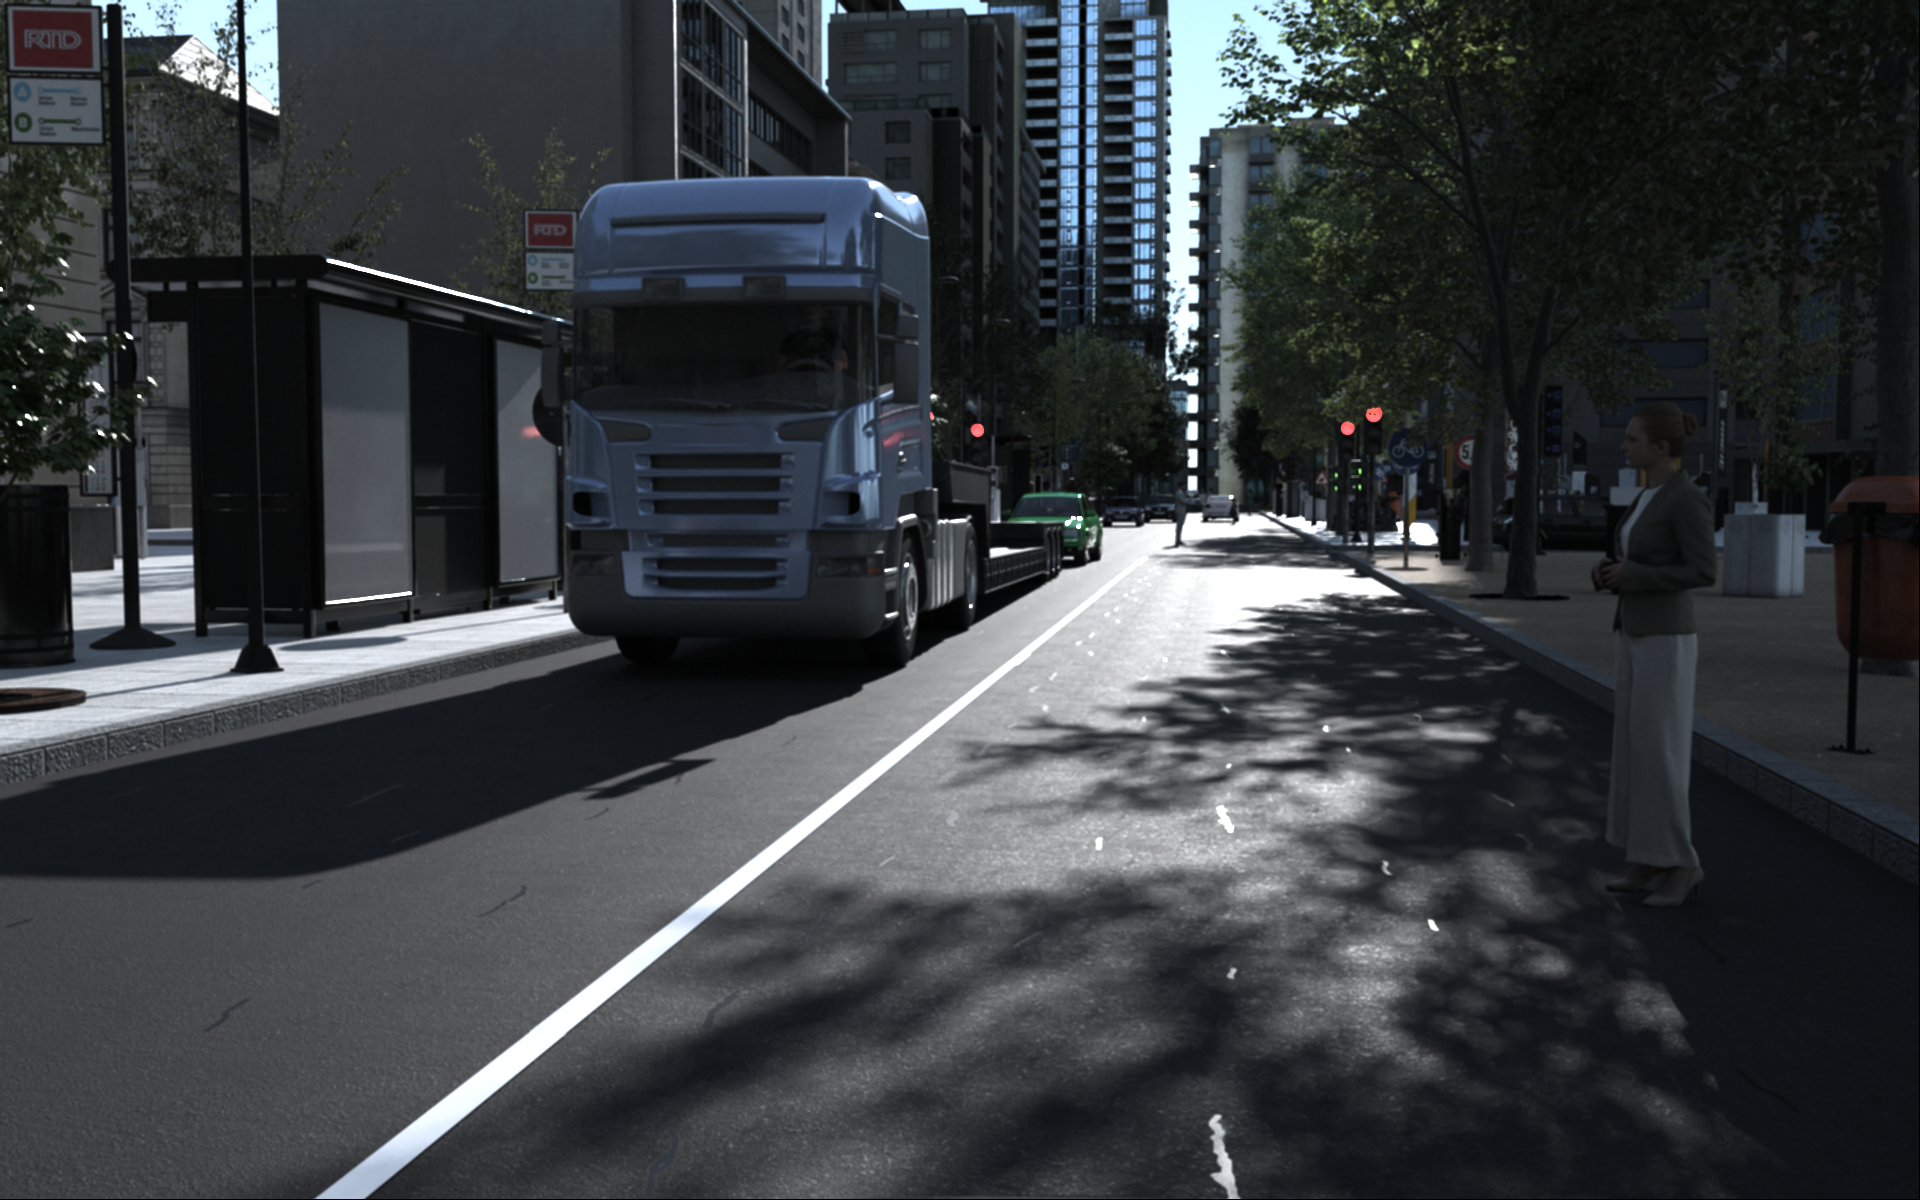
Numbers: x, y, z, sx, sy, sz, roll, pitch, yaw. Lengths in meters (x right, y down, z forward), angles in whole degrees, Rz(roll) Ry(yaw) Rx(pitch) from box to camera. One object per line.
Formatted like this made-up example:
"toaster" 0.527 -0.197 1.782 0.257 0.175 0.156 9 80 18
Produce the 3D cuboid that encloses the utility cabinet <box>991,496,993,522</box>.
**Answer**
"utility cabinet" 0.447 -2.504 52.101 1.020 1.237 0.306 1 4 19

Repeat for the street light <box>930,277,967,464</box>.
"street light" -0.725 -3.960 37.279 1.470 5.913 1.316 1 4 9

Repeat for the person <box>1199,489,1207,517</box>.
"person" 15.431 -6.104 108.965 0.731 1.740 0.598 -1 4 -14

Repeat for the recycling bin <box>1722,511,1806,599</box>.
"recycling bin" 10.074 -0.560 21.708 0.722 1.027 0.722 -3 4 -39

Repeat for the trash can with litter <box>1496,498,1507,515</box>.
"trash can with litter" 21.368 -3.455 67.881 0.624 1.170 1.055 -1 4 -20

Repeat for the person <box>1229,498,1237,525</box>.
"person" 12.833 -4.171 81.362 0.373 1.253 0.362 0 4 7

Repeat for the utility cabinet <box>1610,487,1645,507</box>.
"utility cabinet" 20.415 -2.694 52.733 1.173 1.500 0.318 1 4 15

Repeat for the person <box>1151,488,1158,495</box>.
"person" 11.173 -5.561 99.604 0.511 1.800 0.466 1 4 15

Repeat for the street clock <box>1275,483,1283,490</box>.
"street clock" 20.572 -6.555 111.749 0.471 2.002 0.358 -2 4 -23

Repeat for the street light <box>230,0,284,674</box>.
"street light" -4.555 -2.430 12.271 1.470 5.913 1.316 1 4 9

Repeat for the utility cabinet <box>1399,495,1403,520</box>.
"utility cabinet" 21.675 -4.522 85.093 1.020 1.237 0.306 0 4 3

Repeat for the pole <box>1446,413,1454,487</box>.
"pole" 12.391 -3.060 43.875 0.158 3.312 0.155 0 3 0

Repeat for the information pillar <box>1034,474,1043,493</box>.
"information pillar" 2.885 -3.637 63.955 0.304 2.012 0.304 0 4 6

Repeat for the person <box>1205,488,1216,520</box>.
"person" 13.905 -5.356 96.344 0.850 1.792 0.678 2 4 28

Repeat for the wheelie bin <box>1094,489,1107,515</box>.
"wheelie bin" 8.455 -5.914 104.599 0.693 1.594 0.980 -3 5 -40

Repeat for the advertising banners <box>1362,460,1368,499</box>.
"advertising banners" 20.646 -5.632 88.275 0.090 3.025 2.074 1 4 20

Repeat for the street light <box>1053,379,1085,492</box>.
"street light" 4.359 -5.985 70.401 1.470 5.913 1.316 1 4 9

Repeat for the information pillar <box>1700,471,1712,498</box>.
"information pillar" 24.293 -3.178 56.454 0.304 2.012 0.304 3 5 42

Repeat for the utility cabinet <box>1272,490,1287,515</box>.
"utility cabinet" 19.878 -6.011 106.964 1.173 1.500 0.318 3 5 42

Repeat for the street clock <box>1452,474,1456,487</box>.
"street clock" 17.346 -3.417 60.444 0.471 2.002 0.358 1 4 21

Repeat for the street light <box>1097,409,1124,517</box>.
"street light" 8.148 -7.483 94.882 1.470 5.913 1.316 1 4 9

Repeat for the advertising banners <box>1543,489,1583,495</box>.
"advertising banners" 18.320 -3.514 53.646 2.074 3.025 0.090 -1 4 -9

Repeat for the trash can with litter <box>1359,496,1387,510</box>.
"trash can with litter" 15.463 -3.304 65.408 1.055 1.170 0.624 2 4 33

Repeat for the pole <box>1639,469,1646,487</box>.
"pole" 21.567 -3.723 54.712 0.158 3.312 0.155 0 3 0

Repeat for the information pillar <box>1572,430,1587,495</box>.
"information pillar" 22.468 -4.375 62.883 0.504 3.616 0.183 1 4 23

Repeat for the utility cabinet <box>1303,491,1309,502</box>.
"utility cabinet" 22.765 -6.447 114.084 0.318 1.500 1.173 0 4 5

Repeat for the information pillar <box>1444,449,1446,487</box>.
"information pillar" 25.245 -6.020 89.788 0.504 3.616 0.183 -3 5 -44

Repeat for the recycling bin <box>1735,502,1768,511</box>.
"recycling bin" 24.674 -2.537 54.033 0.722 1.027 0.722 -3 4 -38

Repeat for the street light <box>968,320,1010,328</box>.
"street light" 0.636 -4.515 46.358 1.470 5.913 1.316 1 4 9

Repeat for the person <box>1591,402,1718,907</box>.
"person" 2.451 0.174 6.205 0.362 1.759 0.519 0 4 0

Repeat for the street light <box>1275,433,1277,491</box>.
"street light" 17.661 -7.508 95.296 1.470 5.913 1.316 1 4 9

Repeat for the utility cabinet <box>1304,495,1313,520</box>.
"utility cabinet" 16.922 -4.454 83.983 0.306 1.237 1.020 0 4 2

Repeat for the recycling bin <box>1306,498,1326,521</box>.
"recycling bin" 16.821 -4.237 81.835 0.722 1.027 0.722 2 4 34

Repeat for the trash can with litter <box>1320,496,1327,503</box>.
"trash can with litter" 20.589 -5.386 99.449 1.055 1.170 0.624 -1 4 -18

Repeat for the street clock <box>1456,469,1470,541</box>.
"street clock" 13.855 -2.604 47.148 0.471 2.002 0.358 -3 5 -43

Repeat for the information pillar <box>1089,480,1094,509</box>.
"information pillar" 6.751 -5.196 89.443 0.304 2.012 0.304 1 4 22

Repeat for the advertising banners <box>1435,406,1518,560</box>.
"advertising banners" 10.217 -2.306 33.897 2.074 3.025 0.090 -1 4 -21

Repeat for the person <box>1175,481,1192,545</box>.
"person" 6.252 -2.434 48.477 0.466 1.800 0.511 0 4 5

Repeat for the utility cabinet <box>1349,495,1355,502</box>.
"utility cabinet" 17.444 -4.087 77.988 0.306 1.237 1.020 2 4 33

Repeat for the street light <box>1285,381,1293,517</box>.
"street light" 13.946 -6.007 70.755 1.470 5.913 1.316 1 4 9

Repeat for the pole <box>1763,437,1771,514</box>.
"pole" 29.039 -4.190 62.345 0.158 3.312 0.155 0 3 0

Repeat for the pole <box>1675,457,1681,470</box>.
"pole" 21.754 -3.589 52.530 0.158 3.312 0.155 0 3 0

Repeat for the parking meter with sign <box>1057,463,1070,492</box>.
"parking meter with sign" 5.569 -6.063 95.387 0.543 3.016 1.738 1 4 19

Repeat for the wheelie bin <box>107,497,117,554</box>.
"wheelie bin" -18.297 -1.766 36.784 0.980 1.594 0.693 -1 4 -10

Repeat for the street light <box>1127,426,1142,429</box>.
"street light" 11.766 -8.954 118.941 1.470 5.913 1.316 1 4 9

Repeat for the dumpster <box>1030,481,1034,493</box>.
"dumpster" 2.801 -4.213 74.641 1.264 1.857 1.865 1 4 8

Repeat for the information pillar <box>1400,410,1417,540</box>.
"information pillar" 12.621 -3.501 48.601 0.504 3.616 0.183 -3 4 -36

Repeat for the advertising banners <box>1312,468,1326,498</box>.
"advertising banners" 23.586 -7.194 113.807 0.090 3.025 2.074 -1 4 -13

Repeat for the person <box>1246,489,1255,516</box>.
"person" 19.286 -6.509 115.173 0.600 1.795 0.529 2 4 24

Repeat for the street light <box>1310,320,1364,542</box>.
"street light" 10.070 -4.505 46.203 1.470 5.913 1.316 1 4 9
